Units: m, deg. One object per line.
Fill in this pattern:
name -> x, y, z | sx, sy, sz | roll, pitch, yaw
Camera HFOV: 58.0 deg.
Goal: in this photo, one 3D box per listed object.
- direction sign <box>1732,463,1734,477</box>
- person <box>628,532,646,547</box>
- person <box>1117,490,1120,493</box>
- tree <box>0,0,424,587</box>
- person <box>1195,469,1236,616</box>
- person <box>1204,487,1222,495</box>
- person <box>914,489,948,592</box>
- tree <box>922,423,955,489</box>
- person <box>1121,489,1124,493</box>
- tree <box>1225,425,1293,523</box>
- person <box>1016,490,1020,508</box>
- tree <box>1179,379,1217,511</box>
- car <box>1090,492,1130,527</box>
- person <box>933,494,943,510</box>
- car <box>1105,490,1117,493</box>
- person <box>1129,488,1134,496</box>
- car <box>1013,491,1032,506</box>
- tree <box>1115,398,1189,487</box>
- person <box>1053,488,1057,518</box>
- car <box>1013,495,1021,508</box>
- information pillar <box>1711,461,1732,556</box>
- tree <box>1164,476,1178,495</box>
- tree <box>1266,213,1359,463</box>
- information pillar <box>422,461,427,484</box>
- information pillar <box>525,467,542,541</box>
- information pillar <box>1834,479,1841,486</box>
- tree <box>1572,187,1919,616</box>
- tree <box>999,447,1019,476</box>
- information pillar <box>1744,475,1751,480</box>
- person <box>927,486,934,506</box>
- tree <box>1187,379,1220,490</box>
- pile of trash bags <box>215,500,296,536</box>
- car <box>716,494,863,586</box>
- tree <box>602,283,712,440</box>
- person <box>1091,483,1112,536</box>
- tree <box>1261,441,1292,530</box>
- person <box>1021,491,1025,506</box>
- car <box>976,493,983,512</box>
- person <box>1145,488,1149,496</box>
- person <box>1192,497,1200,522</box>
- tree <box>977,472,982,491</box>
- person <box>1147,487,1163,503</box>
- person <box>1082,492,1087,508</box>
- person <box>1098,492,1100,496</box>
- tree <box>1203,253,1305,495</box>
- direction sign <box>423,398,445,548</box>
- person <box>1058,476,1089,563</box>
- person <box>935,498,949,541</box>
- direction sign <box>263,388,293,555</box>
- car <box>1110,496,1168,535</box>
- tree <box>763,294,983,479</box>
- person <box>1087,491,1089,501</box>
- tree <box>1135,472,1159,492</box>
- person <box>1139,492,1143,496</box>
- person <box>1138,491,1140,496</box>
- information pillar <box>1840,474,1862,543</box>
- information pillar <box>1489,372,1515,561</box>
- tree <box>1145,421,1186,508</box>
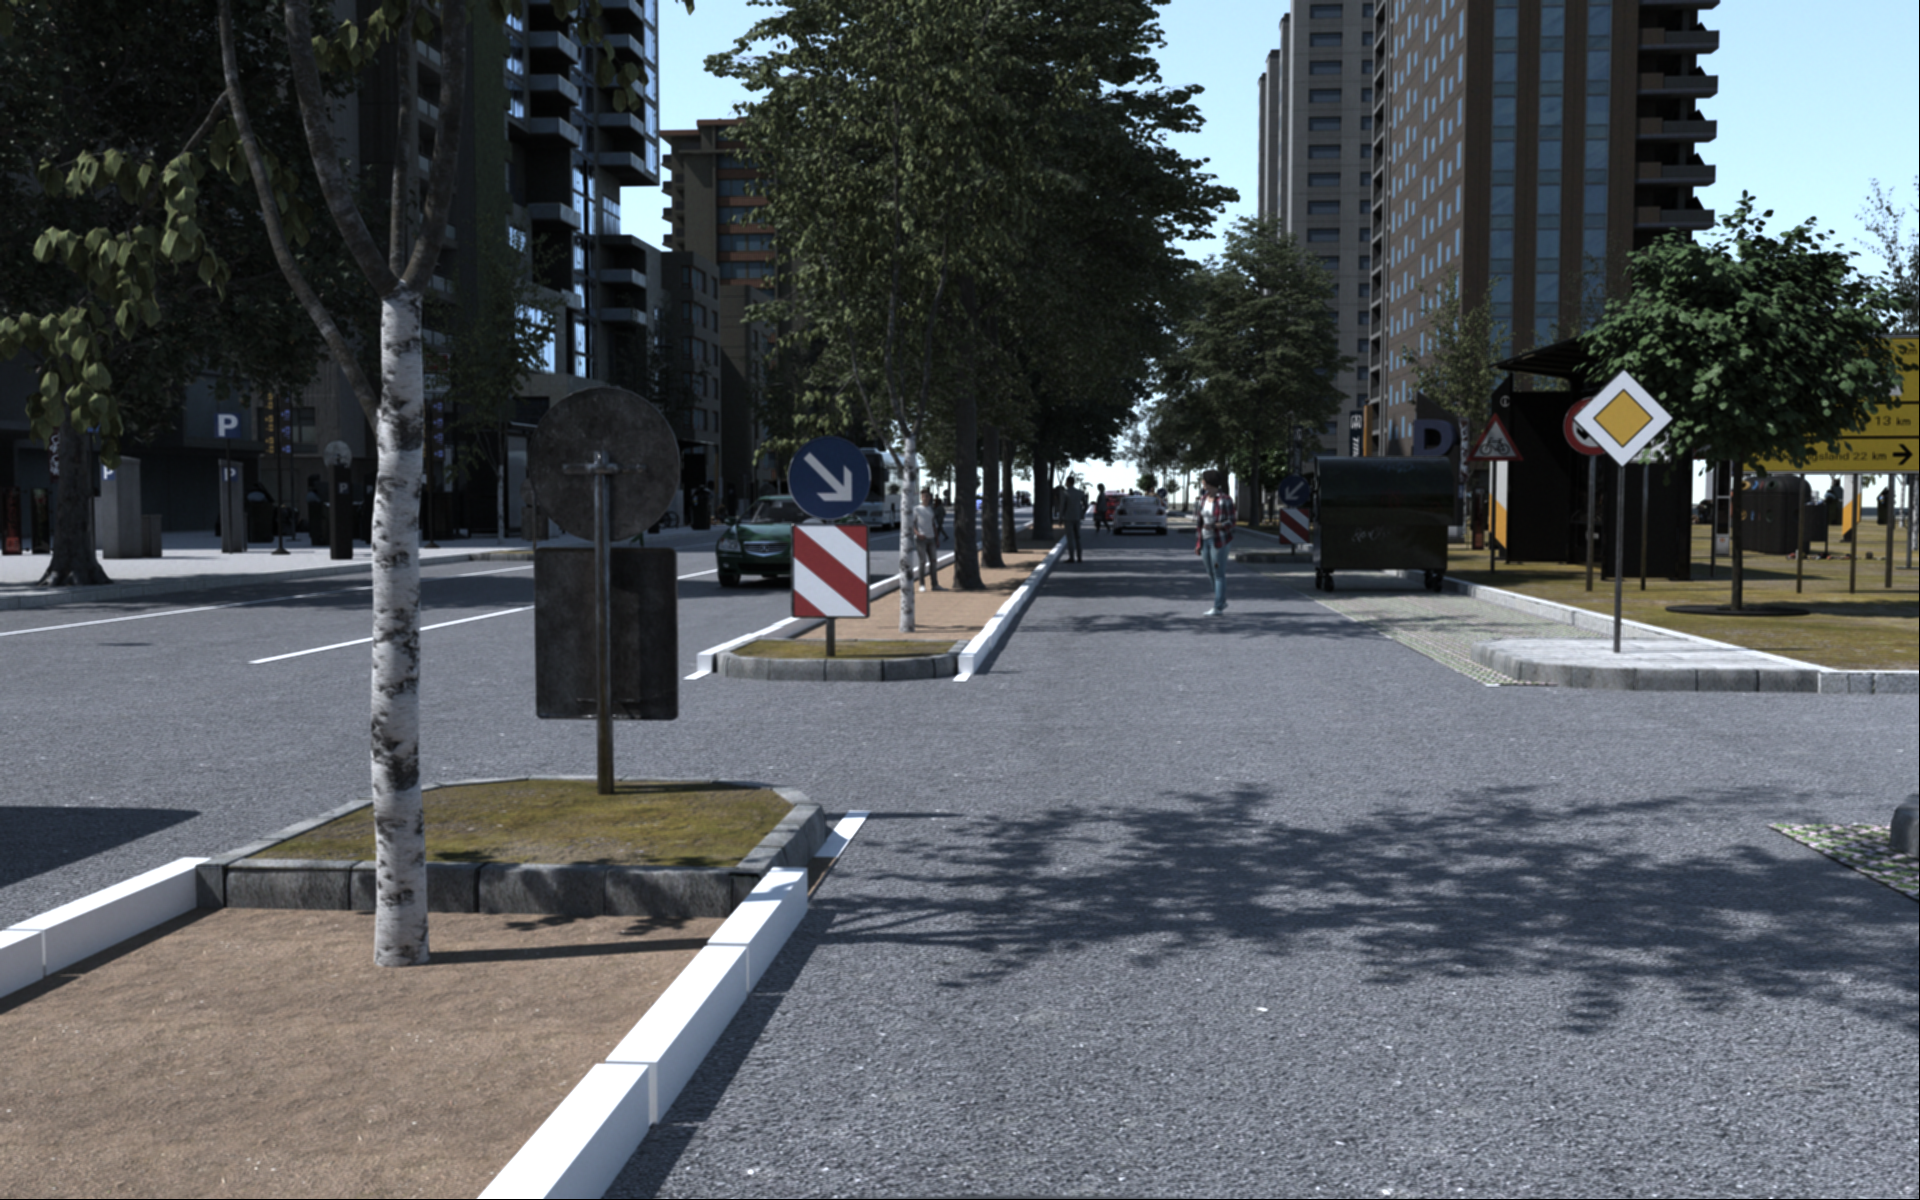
direction sign -> 34.309, -5.247, 77.783 | 0.876, 3.537, 0.379 | 1, 4, 17
person -> -8.459, -2.001, 45.467 | 0.590, 1.304, 0.306 | -3, 4, -37
person -> 11.609, -7.228, 127.461 | 1.217, 1.735, 0.721 | 2, 4, 31
tree -> -12.472, -6.561, 24.287 | 9.611, 12.733, 9.660 | 0, 3, 0
person -> 3.039, -0.680, 20.457 | 0.643, 1.720, 0.563 | -2, 4, -34
person -> 6.507, -2.176, 44.177 | 0.679, 1.850, 0.850 | 2, 4, 32
person -> -0.475, -0.875, 25.394 | 0.523, 1.515, 0.503 | 2, 4, 25
tree -> -2.076, -13.223, 166.558 | 4.360, 8.622, 3.978 | 0, 3, 0
person -> 9.765, -5.800, 103.882 | 0.990, 1.755, 0.434 | 1, 4, 20
tree -> 13.473, -5.717, 77.183 | 4.285, 4.588, 4.351 | 0, 3, 0
person -> 6.108, -10.653, 182.689 | 0.705, 1.822, 1.348 | 0, 4, 2
tree -> 17.939, -12.239, 134.524 | 7.601, 10.594, 8.767 | 1, 4, 15
car -> 6.820, -4.115, 76.318 | 2.155, 1.783, 4.494 | 0, 4, 4
person -> -1.379, -5.440, 100.696 | 1.065, 1.426, 0.557 | -2, 4, -33
car -> 15.673, -10.374, 178.292 | 2.281, 1.827, 5.304 | 0, 4, 3
person -> 11.196, -6.432, 113.759 | 0.705, 1.812, 1.348 | -1, 4, -17
car -> 7.524, -12.281, 209.462 | 2.281, 1.827, 5.304 | 0, 4, 6
tree -> 23.895, -18.620, 214.802 | 12.009, 13.543, 11.850 | 0, 3, 0
person -> 5.698, -5.927, 105.494 | 1.348, 1.812, 0.705 | 0, 3, 0
car -> 5.577, -10.627, 186.108 | 2.083, 1.381, 4.827 | 0, 4, 3
information pillar -> 15.736, -1.914, 35.780 | 0.304, 2.012, 0.304 | 1, 4, 11
tree -> 22.179, -11.404, 181.053 | 1.663, 3.219, 1.824 | 0, 3, 0
tree -> 12.356, -9.296, 70.114 | 7.486, 12.596, 7.792 | 0, 3, 0
information pillar -> -22.256, -4.916, 71.735 | 0.183, 3.616, 0.504 | 2, 4, 32
information pillar -> -11.652, -2.621, 47.347 | 0.304, 2.012, 0.304 | 2, 4, 30
information pillar -> 42.329, -4.843, 83.678 | 0.304, 2.012, 0.304 | 1, 4, 18
tree -> 8.456, -2.146, 18.801 | 4.285, 4.588, 4.351 | 0, 3, 0
tree -> 3.835, -20.307, 242.394 | 12.009, 13.543, 11.850 | 0, 3, 0
information pillar -> 35.887, -5.354, 78.889 | 0.504, 3.616, 0.183 | -3, 4, -38
person -> -1.522, -4.653, 84.775 | 0.606, 1.804, 0.583 | 1, 4, 18
tree -> 14.979, -9.234, 101.345 | 4.737, 8.622, 4.395 | 0, 3, 0
pile of trash bags -> -21.015, -2.664, 53.301 | 3.447, 1.369, 1.912 | -2, 4, -35
car -> -2.660, -1.011, 28.327 | 2.131, 1.459, 4.920 | 0, 4, 7
tree -> -10.827, -6.778, 61.175 | 4.360, 8.622, 3.978 | 0, 3, 0
person -> 4.840, -3.083, 59.082 | 0.728, 1.800, 0.709 | 0, 4, 7
tree -> 11.387, -4.168, 62.741 | 1.663, 3.219, 1.824 | 0, 3, 0
person -> 7.232, -11.741, 200.993 | 0.721, 1.766, 1.217 | 1, 4, 15
car -> 1.955, -7.940, 139.405 | 1.945, 1.707, 3.694 | 0, 4, 4
person -> 11.278, -5.838, 104.042 | 0.705, 1.812, 1.348 | 0, 4, -2
person -> 11.982, -4.609, 88.142 | 0.394, 1.301, 0.425 | 3, 4, 38
tree -> 0.962, -13.551, 205.273 | 4.285, 4.588, 4.351 | 0, 3, 0
person -> 10.225, -5.109, 92.035 | 1.348, 1.823, 0.705 | 2, 4, 31
person -> 11.062, -8.854, 154.180 | 0.541, 1.710, 0.530 | 1, 4, 19
person -> 15.735, -11.246, 193.158 | 1.217, 1.735, 0.721 | -3, 5, -41
tree -> 14.005, -11.283, 91.137 | 9.857, 13.997, 8.962 | 0, 3, 0
direction sign -> -12.520, -2.994, 40.956 | 0.876, 3.537, 0.379 | 2, 4, 26
person -> 2.359, -1.689, 36.219 | 0.635, 1.810, 0.391 | -2, 4, -32
person -> -0.612, -2.440, 52.659 | 0.640, 1.303, 0.475 | 2, 4, 24
direction sign -> -14.448, -2.737, 36.742 | 0.876, 3.537, 0.379 | 2, 4, 31
car -> 6.433, -3.043, 62.116 | 2.083, 1.381, 4.827 | 0, 4, 4
tree -> -6.812, -11.732, 102.193 | 12.009, 13.543, 11.850 | 0, 3, 0
person -> 17.859, -14.332, 242.925 | 0.705, 1.812, 1.348 | 0, 4, -6
tree -> 25.676, -15.458, 236.448 | 4.285, 4.588, 4.351 | 0, 3, 0
person -> 8.482, -4.272, 80.941 | 0.523, 1.515, 0.503 | 2, 4, 31
person -> 21.225, -12.028, 205.021 | 0.709, 1.838, 0.599 | 1, 4, 21
information pillar -> 23.582, -3.327, 45.754 | 0.183, 3.616, 0.504 | -2, 4, -29
information pillar -> 10.484, -2.577, 33.495 | 0.183, 3.616, 0.504 | -3, 4, -37
tree -> 19.210, -12.840, 160.303 | 4.360, 8.622, 3.978 | 0, 3, 0
